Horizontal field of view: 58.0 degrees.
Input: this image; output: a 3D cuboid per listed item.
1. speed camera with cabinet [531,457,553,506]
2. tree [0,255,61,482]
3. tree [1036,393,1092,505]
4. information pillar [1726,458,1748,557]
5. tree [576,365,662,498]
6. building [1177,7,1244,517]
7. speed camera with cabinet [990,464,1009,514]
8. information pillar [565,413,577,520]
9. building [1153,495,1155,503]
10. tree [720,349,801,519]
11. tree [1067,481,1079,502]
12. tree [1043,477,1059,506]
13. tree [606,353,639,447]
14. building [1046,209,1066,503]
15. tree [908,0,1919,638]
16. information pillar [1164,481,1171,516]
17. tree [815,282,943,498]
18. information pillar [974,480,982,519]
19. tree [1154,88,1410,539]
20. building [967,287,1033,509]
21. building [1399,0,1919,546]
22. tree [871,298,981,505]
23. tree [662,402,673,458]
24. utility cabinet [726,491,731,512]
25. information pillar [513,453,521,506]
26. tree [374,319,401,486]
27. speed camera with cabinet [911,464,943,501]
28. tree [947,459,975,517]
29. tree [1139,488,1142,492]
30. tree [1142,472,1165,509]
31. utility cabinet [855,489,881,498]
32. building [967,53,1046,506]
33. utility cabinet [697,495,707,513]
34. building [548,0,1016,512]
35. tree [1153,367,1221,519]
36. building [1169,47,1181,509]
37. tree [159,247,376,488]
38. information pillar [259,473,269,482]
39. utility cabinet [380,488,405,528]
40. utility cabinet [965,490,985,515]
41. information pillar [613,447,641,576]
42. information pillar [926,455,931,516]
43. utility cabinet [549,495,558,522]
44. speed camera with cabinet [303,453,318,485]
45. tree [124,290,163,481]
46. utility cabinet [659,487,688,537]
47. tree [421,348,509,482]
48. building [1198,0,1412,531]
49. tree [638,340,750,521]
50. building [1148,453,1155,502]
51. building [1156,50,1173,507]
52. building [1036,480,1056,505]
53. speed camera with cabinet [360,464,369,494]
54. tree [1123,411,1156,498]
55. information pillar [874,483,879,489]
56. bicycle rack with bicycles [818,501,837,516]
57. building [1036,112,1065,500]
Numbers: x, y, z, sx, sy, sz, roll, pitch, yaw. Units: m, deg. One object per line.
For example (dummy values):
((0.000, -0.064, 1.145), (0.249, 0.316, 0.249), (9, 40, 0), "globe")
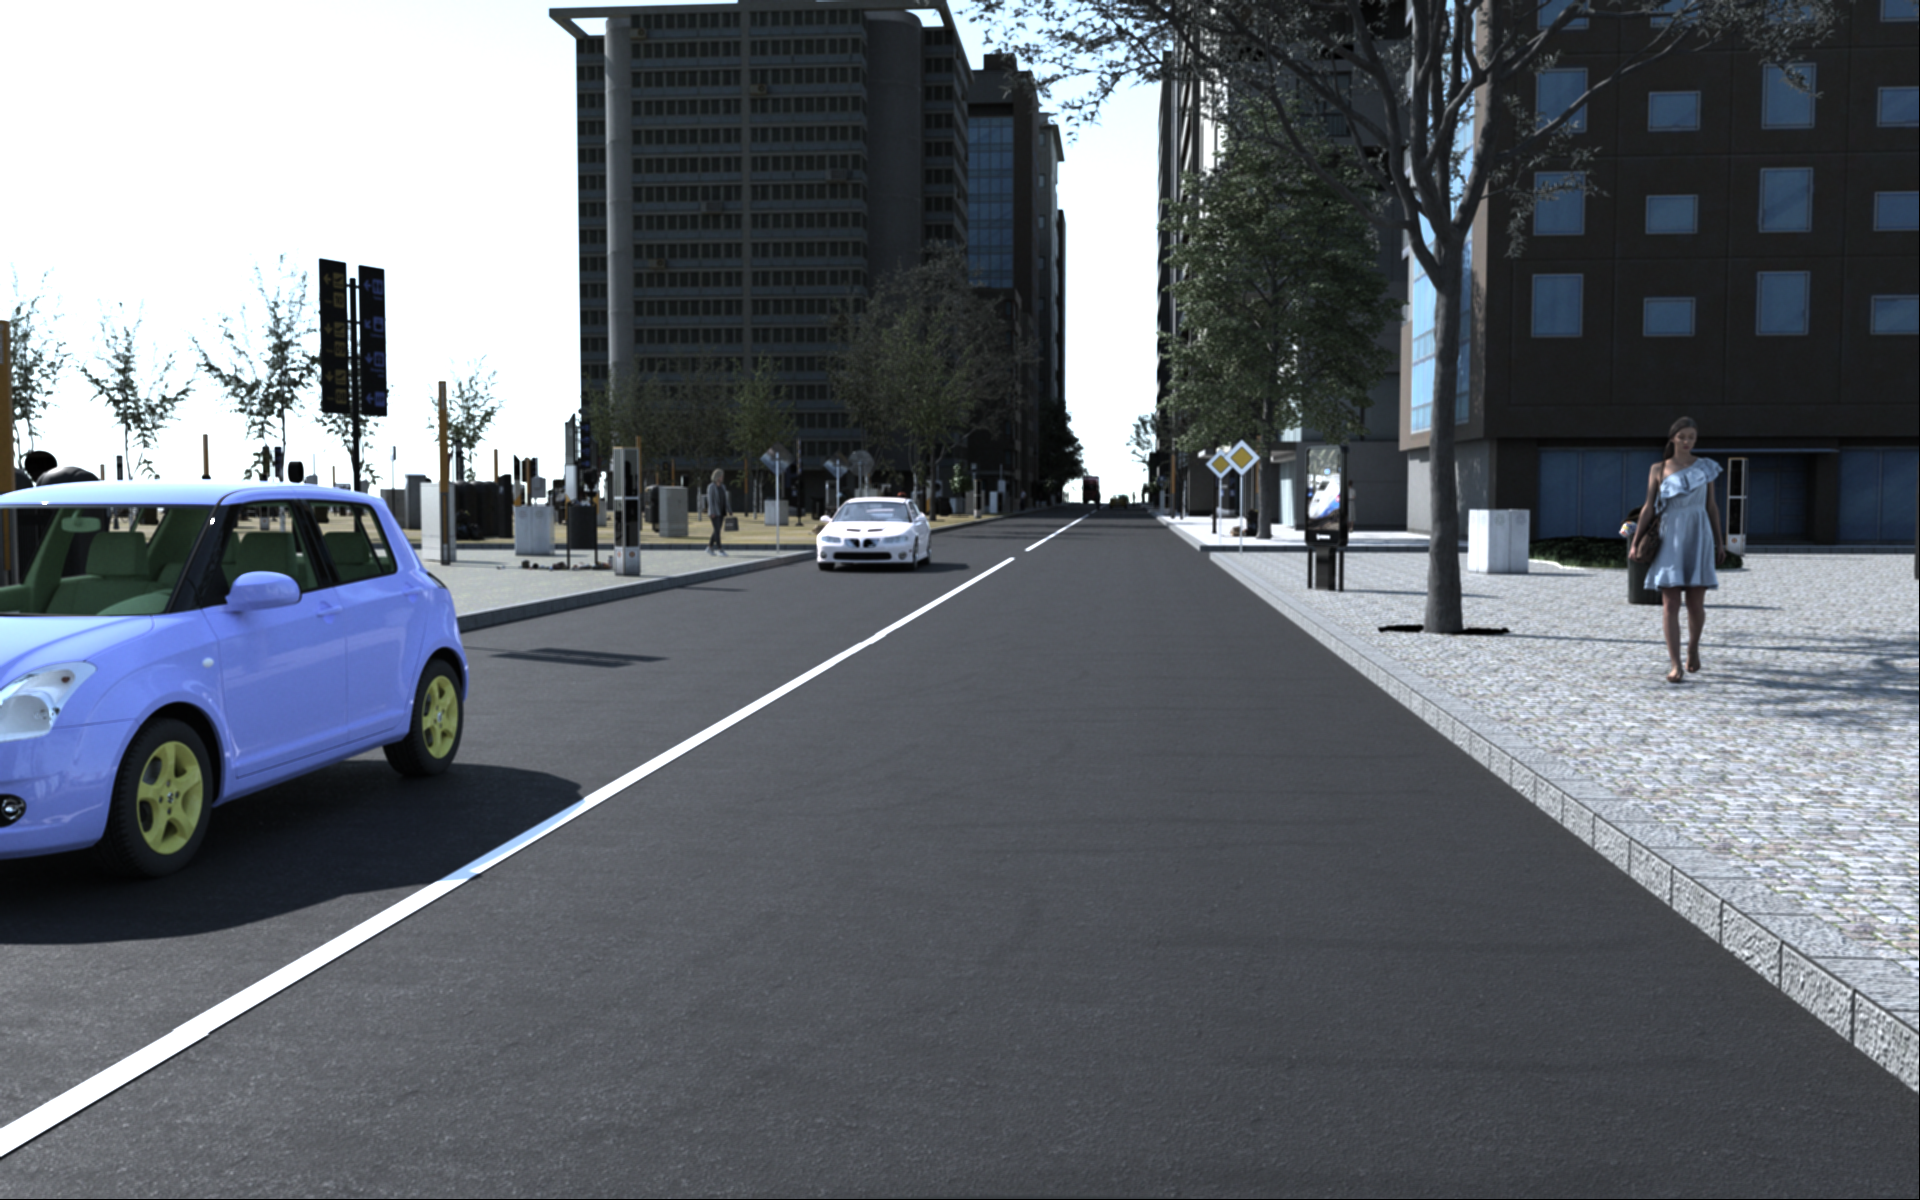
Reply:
((-21.573, -5.945, 91.543), (2.038, 3.252, 0.660), (0, 4, 1), "speed camera with cabinet")
((-28.764, -6.259, 52.696), (4.360, 8.622, 3.978), (0, 3, 0), "tree")
((10.211, -17.079, 196.256), (9.611, 12.733, 9.660), (0, 3, 0), "tree")
((15.867, -1.889, 35.369), (0.304, 2.012, 0.304), (3, 4, 37), "information pillar")
((-20.414, -9.133, 99.681), (4.737, 8.622, 4.395), (0, 3, 0), "tree")
((24.649, -29.552, 106.878), (21.300, 48.544, 21.600), (0, 4, 5), "building")
((2.615, -7.321, 114.036), (0.660, 3.252, 2.038), (2, 4, 25), "speed camera with cabinet")
((-11.239, -3.590, 50.058), (0.504, 3.616, 0.183), (3, 5, 45), "information pillar")
((42.482, -33.132, 233.584), (32.217, 40.220, 23.993), (0, 4, 5), "building")
((-10.463, -8.482, 89.050), (4.737, 8.622, 4.395), (0, 3, 0), "tree")
((17.282, -19.888, 275.530), (4.737, 8.622, 4.395), (0, 3, 0), "tree")
((9.856, -11.948, 189.944), (1.663, 3.219, 1.824), (0, 3, 0), "tree")
((-16.157, -8.494, 89.235), (4.360, 8.622, 3.978), (0, 3, 0), "tree")
((9.054, -37.592, 264.732), (14.600, 45.320, 14.200), (0, 4, 5), "building")
((4.463, -6.449, 15.815), (12.009, 13.543, 11.850), (0, 3, 0), "tree")
((12.027, -5.865, 100.391), (0.304, 2.012, 0.304), (1, 4, 18), "information pillar")
((-3.040, -6.735, 60.479), (4.360, 8.622, 3.978), (0, 3, 0), "tree")
((0.932, -5.285, 90.902), (0.304, 2.012, 0.304), (-2, 4, -23), "information pillar")
((9.060, -8.015, 49.171), (7.486, 12.596, 7.792), (0, 3, 0), "tree")
((-7.771, -19.321, 160.931), (27.650, 21.520, 28.899), (0, 4, 5), "building")
((20.815, -24.355, 48.309), (14.200, 45.320, 14.600), (0, 4, 5), "building")
((-1.468, -7.085, 66.203), (4.737, 8.622, 4.395), (0, 3, 0), "tree")
((-20.065, -9.648, 108.107), (4.737, 8.622, 4.395), (0, 3, 0), "tree")
((-16.379, -6.804, 119.923), (1.173, 1.500, 0.318), (2, 4, 35), "utility cabinet")
((-25.537, -6.635, 99.838), (0.183, 3.616, 0.504), (2, 4, 32), "information pillar")
((-23.855, -7.189, 67.898), (4.360, 8.622, 3.978), (0, 3, 0), "tree")
((-2.166, -7.327, 114.127), (2.038, 3.252, 0.660), (1, 4, 9), "speed camera with cabinet")
((-0.034, -6.247, 96.737), (1.663, 3.219, 1.824), (0, 3, 0), "tree")
((25.474, -14.938, 238.837), (1.663, 3.219, 1.824), (0, 3, 0), "tree")
((17.524, -9.777, 154.459), (1.663, 3.219, 1.824), (0, 3, 0), "tree")
((-3.918, -3.988, 73.887), (1.173, 1.500, 0.318), (2, 4, 32), "utility cabinet")
((0.997, -32.469, 180.983), (14.600, 45.320, 14.200), (0, 4, 5), "building")
((-17.558, -6.604, 119.138), (1.020, 1.237, 0.306), (1, 4, 15), "utility cabinet")
((-12.197, -27.008, 133.462), (32.217, 40.220, 23.993), (0, 4, 5), "building")
((12.456, -8.895, 95.803), (4.360, 8.622, 3.978), (0, 3, 0), "tree")
((29.695, -37.592, 156.622), (21.231, 58.520, 28.212), (0, 4, 5), "building")
((-20.252, -6.150, 50.917), (4.360, 8.622, 3.978), (0, 3, 0), "tree")
((-24.539, -3.461, 61.086), (0.304, 2.012, 0.304), (-1, 4, -18), "information pillar")
((-21.110, -3.418, 64.556), (0.318, 1.500, 1.173), (1, 4, 19), "utility cabinet")
((0.933, -5.964, 106.196), (1.173, 1.500, 0.318), (0, 4, 5), "utility cabinet")
((-5.226, -1.387, 27.168), (0.304, 2.012, 0.304), (-3, 5, -41), "information pillar")
((-1.772, -6.819, 102.852), (0.504, 3.616, 0.183), (0, 4, -5), "information pillar")
((-18.176, -4.145, 78.939), (1.020, 1.237, 0.306), (1, 4, 13), "utility cabinet")
((-31.430, -5.456, 83.542), (0.660, 3.252, 2.038), (-2, 4, -29), "speed camera with cabinet")
((-29.311, -6.801, 61.556), (4.360, 8.622, 3.978), (0, 3, 0), "tree")
((-8.441, -2.595, 51.113), (0.318, 1.500, 1.173), (1, 4, 21), "utility cabinet")
((-24.591, -8.319, 86.378), (4.737, 8.622, 4.395), (0, 3, 0), "tree")
((24.094, -29.518, 71.862), (28.713, 52.752, 27.495), (0, 4, 5), "building")
((-12.580, -8.049, 81.961), (4.360, 8.622, 3.978), (0, 3, 0), "tree")
((39.911, -57.939, 259.980), (22.319, 86.520, 31.000), (0, 4, 5), "building")
((31.582, -34.130, 181.719), (21.300, 48.544, 21.600), (0, 4, 5), "building")
((-4.106, -32.218, 218.642), (32.217, 40.220, 23.993), (0, 4, 5), "building")
((-39.399, -7.312, 113.890), (0.660, 3.252, 2.038), (-2, 4, -31), "speed camera with cabinet")
((23.142, -16.931, 202.576), (9.928, 11.665, 9.643), (0, 3, 0), "tree")
((-5.658, -6.878, 116.947), (0.304, 2.012, 0.304), (-1, 4, -8), "information pillar")
((-5.528, -4.665, 89.660), (2.925, 0.926, 2.852), (2, 4, 28), "bicycle rack with bicycles")
((-0.048, -40.050, 244.049), (28.713, 52.752, 27.495), (0, 4, 5), "building")
